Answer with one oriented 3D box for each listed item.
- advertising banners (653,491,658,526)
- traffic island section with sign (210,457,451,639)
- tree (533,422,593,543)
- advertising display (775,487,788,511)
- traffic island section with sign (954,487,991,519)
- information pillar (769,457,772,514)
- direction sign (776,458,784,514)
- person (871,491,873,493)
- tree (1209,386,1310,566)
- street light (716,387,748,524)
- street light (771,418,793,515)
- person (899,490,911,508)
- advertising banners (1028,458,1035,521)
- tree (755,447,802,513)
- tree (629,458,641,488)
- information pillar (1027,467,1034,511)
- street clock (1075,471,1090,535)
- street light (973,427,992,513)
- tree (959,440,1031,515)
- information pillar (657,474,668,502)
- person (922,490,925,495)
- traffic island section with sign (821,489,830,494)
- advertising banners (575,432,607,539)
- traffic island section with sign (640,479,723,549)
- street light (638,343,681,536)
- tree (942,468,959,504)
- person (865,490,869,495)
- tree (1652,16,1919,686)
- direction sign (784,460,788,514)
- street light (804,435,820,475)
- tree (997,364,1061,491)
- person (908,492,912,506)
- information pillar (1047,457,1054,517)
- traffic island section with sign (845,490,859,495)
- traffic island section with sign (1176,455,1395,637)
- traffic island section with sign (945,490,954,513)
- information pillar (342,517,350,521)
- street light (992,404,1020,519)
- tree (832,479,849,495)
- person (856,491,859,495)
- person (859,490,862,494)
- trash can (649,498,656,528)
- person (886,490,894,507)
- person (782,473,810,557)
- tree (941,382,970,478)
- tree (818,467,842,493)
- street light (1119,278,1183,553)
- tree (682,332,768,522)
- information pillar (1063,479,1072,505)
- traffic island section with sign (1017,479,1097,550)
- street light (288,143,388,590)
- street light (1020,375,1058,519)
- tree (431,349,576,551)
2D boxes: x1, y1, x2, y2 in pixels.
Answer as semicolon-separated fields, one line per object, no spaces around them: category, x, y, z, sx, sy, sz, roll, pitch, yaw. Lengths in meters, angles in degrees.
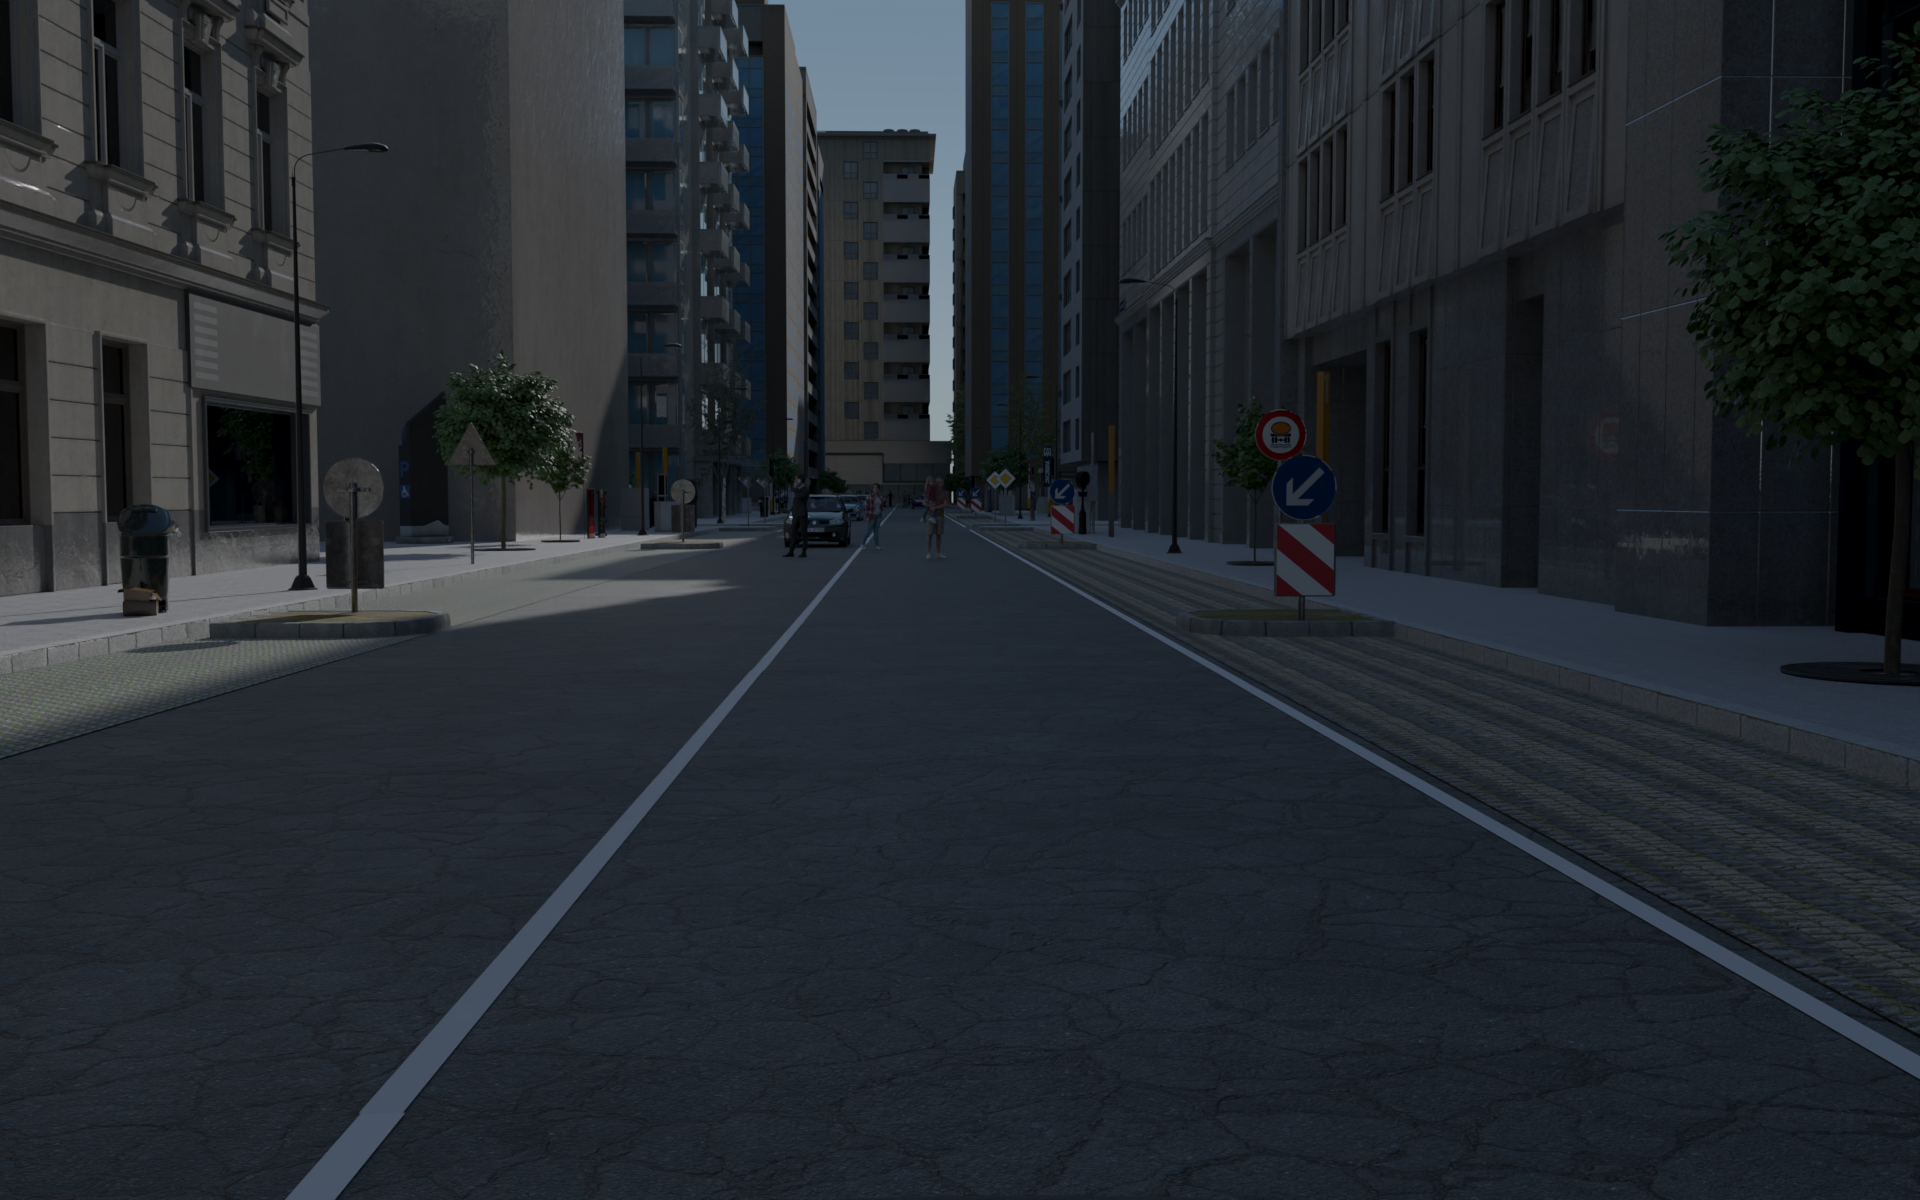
advertising banners;-12.452;-4.350;67.314;2.074;3.025;0.090;-1;4;-10
traffic island section with sign;-6.438;-0.575;18.026;1.989;1.847;2.006;0;4;-2
tree;-10.541;-3.152;46.133;1.663;3.219;1.824;0;3;0
advertising display;-13.247;-7.546;128.596;0.974;1.923;0.123;1;4;17
traffic island section with sign;0.795;-5.648;100.972;1.989;1.847;2.006;0;4;-2
information pillar;-12.041;-7.291;110.567;0.183;3.616;0.504;1;4;12
direction sign;-11.587;-7.252;110.568;0.379;3.537;0.876;0;4;-8
person;-11.582;-13.370;227.089;0.705;1.826;1.348;0;4;-1
tree;5.241;-2.250;31.388;1.663;3.219;1.824;0;3;0
street light;-9.918;-6.287;75.338;1.470;5.913;1.316;0;4;-2
street light;-10.902;-8.166;106.047;1.470;5.913;1.316;0;4;-2
person;-5.673;-10.415;178.865;1.350;1.814;0.705;0;4;-1
advertising banners;3.424;-5.302;82.878;0.090;3.025;2.074;0;4;-6
tree;-12.522;-8.310;119.575;4.285;4.588;4.351;0;3;0
tree;-15.338;-5.083;77.707;1.663;3.219;1.824;0;3;0
information pillar;5.339;-8.525;130.738;0.504;3.616;0.183;-1;4;-13
street clock;3.892;-3.080;54.920;0.358;2.002;0.471;3;5;44
street light;1.584;-9.000;119.694;1.470;5.913;1.316;0;4;-2
tree;2.897;-7.861;112.248;4.285;4.588;4.351;0;3;0
information pillar;-10.921;-3.615;63.591;0.304;2.012;0.304;0;4;5
person;-4.056;-10.862;185.955;0.599;1.838;0.709;0;4;1
traffic island section with sign;-9.782;-7.250;127.169;1.989;1.847;2.006;0;4;-2
advertising banners;-10.625;-3.283;49.866;0.090;3.025;2.074;1;4;12
traffic island section with sign;-7.276;-2.258;45.552;1.989;1.847;2.006;0;4;-2
street light;-9.292;-4.953;53.529;1.470;5.913;1.316;0;4;-2
tree;0.670;-11.557;172.676;4.285;4.588;4.351;0;3;0
person;-8.906;-9.629;166.077;1.348;1.807;0.705;-2;4;-27
tree;6.503;-1.733;12.053;4.285;4.588;4.351;0;3;0
direction sign;-11.551;-7.472;114.170;0.379;3.537;0.876;0;4;3
street light;-11.725;-10.030;136.537;1.470;5.913;1.316;0;4;-2
tree;4.328;-9.080;98.816;4.737;8.622;4.395;0;3;0
person;-6.018;-12.169;208.259;0.742;1.727;0.445;2;4;27
information pillar;5.051;-6.413;96.213;0.504;3.616;0.183;-3;5;-44
traffic island section with sign;-11.331;-10.326;177.451;1.989;1.847;2.006;0;4;-2
traffic island section with sign;3.338;-0.587;18.221;1.989;1.847;2.006;0;4;-2
traffic island section with sign;-0.036;-7.309;128.129;1.989;1.847;2.006;0;4;-2
information pillar;-14.854;-2.301;42.107;0.304;2.012;0.304;-2;4;-24
street light;2.561;-7.124;89.025;1.470;5.913;1.316;0;4;-2
tree;-15.224;-14.148;225.926;1.663;3.219;1.824;0;3;0
person;-9.435;-9.267;160.739;0.721;1.735;1.217;2;4;30
person;-10.048;-10.106;173.672;0.705;1.831;1.348;2;4;27
trash can;-11.809;-3.274;65.180;0.748;1.137;0.748;0;3;0
person;-7.700;-11.160;190.930;1.348;1.831;0.705;3;5;39
person;-3.685;-1.923;39.298;0.474;1.900;0.648;-3;5;-42
tree;1.851;-14.639;157.467;7.486;12.596;7.792;0;3;0
tree;-15.781;-13.670;207.225;4.285;4.588;4.351;0;3;0
street light;4.111;-3.965;37.375;1.470;5.913;1.316;0;4;-2
tree;-10.851;-7.890;79.370;4.360;8.622;3.978;0;3;0
information pillar;5.162;-4.823;83.342;0.304;2.012;0.304;-3;4;-37
traffic island section with sign;2.501;-2.245;45.337;1.989;1.847;2.006;0;4;-2
street light;-8.263;-3.089;23.045;1.470;5.913;1.316;0;4;-2
street light;3.248;-5.830;67.864;1.470;5.913;1.316;0;4;-2
tree;-10.407;-3.405;39.381;4.285;4.588;4.351;0;3;0
